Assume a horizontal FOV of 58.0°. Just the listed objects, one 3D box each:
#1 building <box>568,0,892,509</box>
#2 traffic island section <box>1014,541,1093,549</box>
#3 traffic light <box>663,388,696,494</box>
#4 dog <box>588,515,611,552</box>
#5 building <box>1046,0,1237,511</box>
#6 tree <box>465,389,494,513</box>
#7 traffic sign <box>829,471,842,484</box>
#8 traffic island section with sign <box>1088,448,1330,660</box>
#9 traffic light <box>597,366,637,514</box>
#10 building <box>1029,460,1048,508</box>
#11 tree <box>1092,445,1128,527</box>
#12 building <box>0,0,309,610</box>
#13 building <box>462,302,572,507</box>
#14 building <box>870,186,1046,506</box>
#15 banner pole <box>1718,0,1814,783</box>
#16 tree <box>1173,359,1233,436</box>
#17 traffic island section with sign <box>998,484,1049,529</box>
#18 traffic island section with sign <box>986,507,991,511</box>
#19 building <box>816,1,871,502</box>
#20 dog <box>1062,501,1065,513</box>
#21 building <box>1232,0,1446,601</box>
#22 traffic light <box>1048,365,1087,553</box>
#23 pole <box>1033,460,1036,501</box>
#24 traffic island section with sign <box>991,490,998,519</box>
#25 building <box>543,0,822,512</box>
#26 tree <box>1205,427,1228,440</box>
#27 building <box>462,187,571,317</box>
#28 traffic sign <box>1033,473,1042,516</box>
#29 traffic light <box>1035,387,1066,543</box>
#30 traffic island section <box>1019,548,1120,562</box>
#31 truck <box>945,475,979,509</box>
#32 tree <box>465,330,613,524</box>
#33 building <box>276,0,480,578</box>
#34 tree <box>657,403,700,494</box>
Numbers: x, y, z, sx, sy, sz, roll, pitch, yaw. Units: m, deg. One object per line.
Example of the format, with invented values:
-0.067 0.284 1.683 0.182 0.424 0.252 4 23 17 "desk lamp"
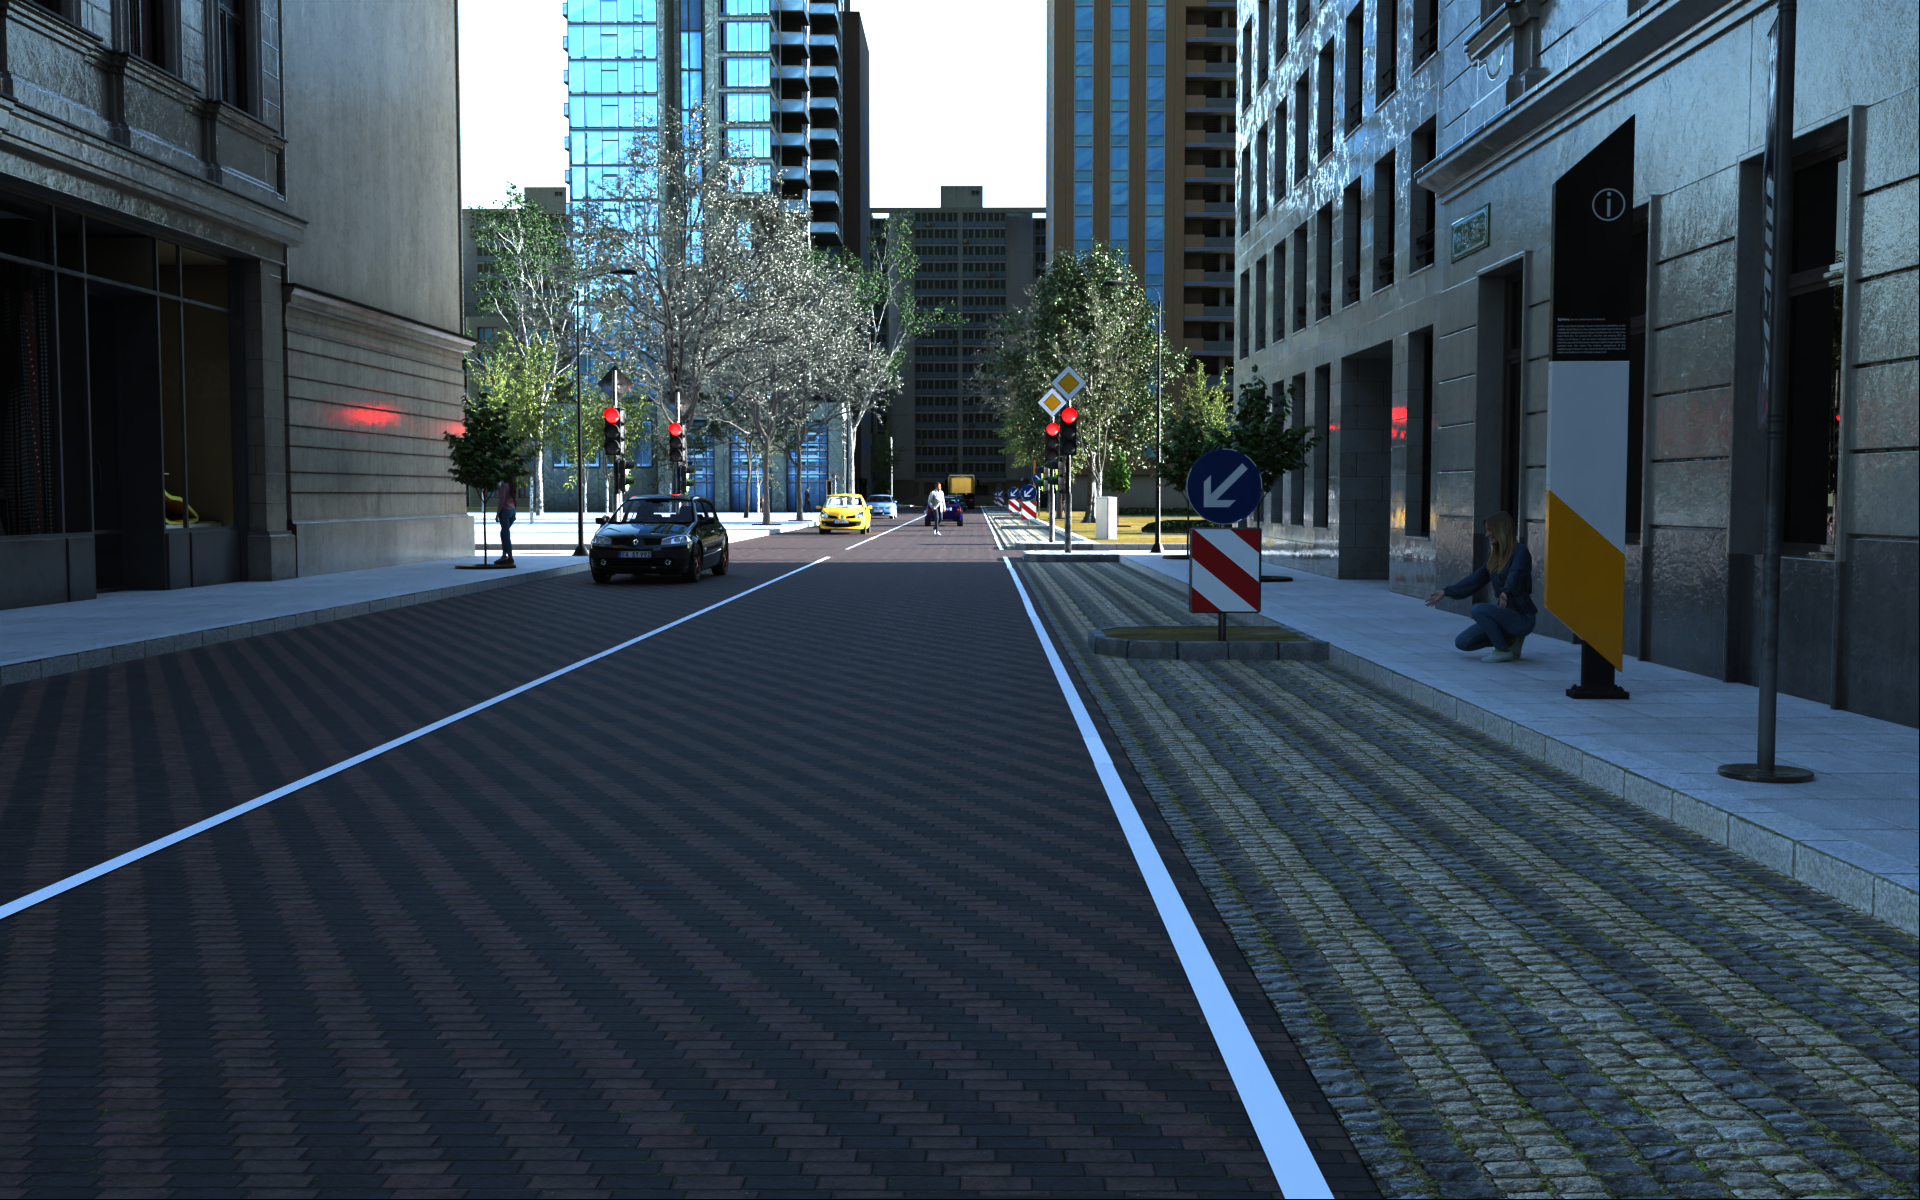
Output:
-23.336 -53.314 184.349 31.000 86.520 22.319 0 4 0 "building"
2.454 -1.445 45.906 2.009 0.180 2.903 0 4 0 "traffic island section"
-7.447 -3.483 45.862 0.839 4.253 0.868 0 4 0 "traffic light"
-8.171 -1.495 38.822 0.800 0.831 0.513 -1 4 -20 "dog"
13.776 -29.534 132.991 14.600 45.320 14.200 0 4 0 "building"
-33.016 -10.301 118.782 4.360 8.622 3.978 0 3 0 "tree"
-7.123 -6.062 98.849 0.795 2.593 0.064 0 4 3 "traffic sign"
2.194 -0.439 15.805 1.989 1.847 2.006 0 4 0 "traffic island section with sign"
-7.516 -2.994 37.877 0.839 4.253 0.868 0 4 0 "traffic light"
17.911 -51.502 154.732 22.319 86.520 31.000 0 4 0 "building"
6.243 -4.485 67.925 1.663 3.219 1.824 0 3 0 "tree"
-14.695 -9.482 5.948 10.553 20.767 40.483 0 4 0 "building"
-53.528 -20.654 182.726 28.899 21.520 27.650 0 4 0 "building"
0.159 -32.359 220.957 23.993 40.220 32.217 0 4 0 "building"
3.732 -1.098 7.974 0.401 3.779 0.863 1 4 18 "banner pole"
13.454 -8.769 93.738 4.737 8.622 4.395 0 3 0 "tree"
2.669 -3.792 70.626 1.989 1.847 2.006 0 4 0 "traffic island section with sign"
3.353 -8.541 148.276 1.989 1.847 2.006 0 4 0 "traffic island section with sign"
-15.591 -31.150 159.410 14.600 45.320 14.200 0 4 0 "building"
7.261 -6.445 119.751 0.513 0.831 0.800 2 4 35 "dog"
10.898 -10.581 27.756 10.420 20.320 16.860 0 4 0 "building"
2.345 -2.990 37.807 0.839 4.253 0.868 0 4 0 "traffic light"
4.510 -6.793 104.914 0.158 3.312 0.155 0 3 0 "pole"
2.909 -5.440 97.580 1.989 1.847 2.006 0 4 0 "traffic island section with sign"
-19.292 -50.292 134.947 22.319 86.520 31.000 0 4 0 "building"
12.778 -6.218 85.380 4.285 4.588 4.351 0 3 0 "tree"
-52.727 -32.413 221.830 23.993 40.220 32.217 0 4 0 "building"
4.623 -6.186 101.240 0.768 2.556 0.104 1 4 9 "traffic sign"
2.414 -3.478 45.792 0.839 4.253 0.868 0 4 0 "traffic light"
2.385 -0.957 37.921 2.009 0.180 2.903 0 4 0 "traffic island section"
0.175 -10.681 170.551 3.469 3.379 9.791 0 4 1 "truck"
-18.257 -7.570 74.134 4.737 8.622 4.395 0 3 0 "tree"
-19.154 -10.156 30.678 19.286 19.102 10.561 0 4 0 "building"
-19.863 -10.290 118.601 4.360 8.622 3.978 0 3 0 "tree"
